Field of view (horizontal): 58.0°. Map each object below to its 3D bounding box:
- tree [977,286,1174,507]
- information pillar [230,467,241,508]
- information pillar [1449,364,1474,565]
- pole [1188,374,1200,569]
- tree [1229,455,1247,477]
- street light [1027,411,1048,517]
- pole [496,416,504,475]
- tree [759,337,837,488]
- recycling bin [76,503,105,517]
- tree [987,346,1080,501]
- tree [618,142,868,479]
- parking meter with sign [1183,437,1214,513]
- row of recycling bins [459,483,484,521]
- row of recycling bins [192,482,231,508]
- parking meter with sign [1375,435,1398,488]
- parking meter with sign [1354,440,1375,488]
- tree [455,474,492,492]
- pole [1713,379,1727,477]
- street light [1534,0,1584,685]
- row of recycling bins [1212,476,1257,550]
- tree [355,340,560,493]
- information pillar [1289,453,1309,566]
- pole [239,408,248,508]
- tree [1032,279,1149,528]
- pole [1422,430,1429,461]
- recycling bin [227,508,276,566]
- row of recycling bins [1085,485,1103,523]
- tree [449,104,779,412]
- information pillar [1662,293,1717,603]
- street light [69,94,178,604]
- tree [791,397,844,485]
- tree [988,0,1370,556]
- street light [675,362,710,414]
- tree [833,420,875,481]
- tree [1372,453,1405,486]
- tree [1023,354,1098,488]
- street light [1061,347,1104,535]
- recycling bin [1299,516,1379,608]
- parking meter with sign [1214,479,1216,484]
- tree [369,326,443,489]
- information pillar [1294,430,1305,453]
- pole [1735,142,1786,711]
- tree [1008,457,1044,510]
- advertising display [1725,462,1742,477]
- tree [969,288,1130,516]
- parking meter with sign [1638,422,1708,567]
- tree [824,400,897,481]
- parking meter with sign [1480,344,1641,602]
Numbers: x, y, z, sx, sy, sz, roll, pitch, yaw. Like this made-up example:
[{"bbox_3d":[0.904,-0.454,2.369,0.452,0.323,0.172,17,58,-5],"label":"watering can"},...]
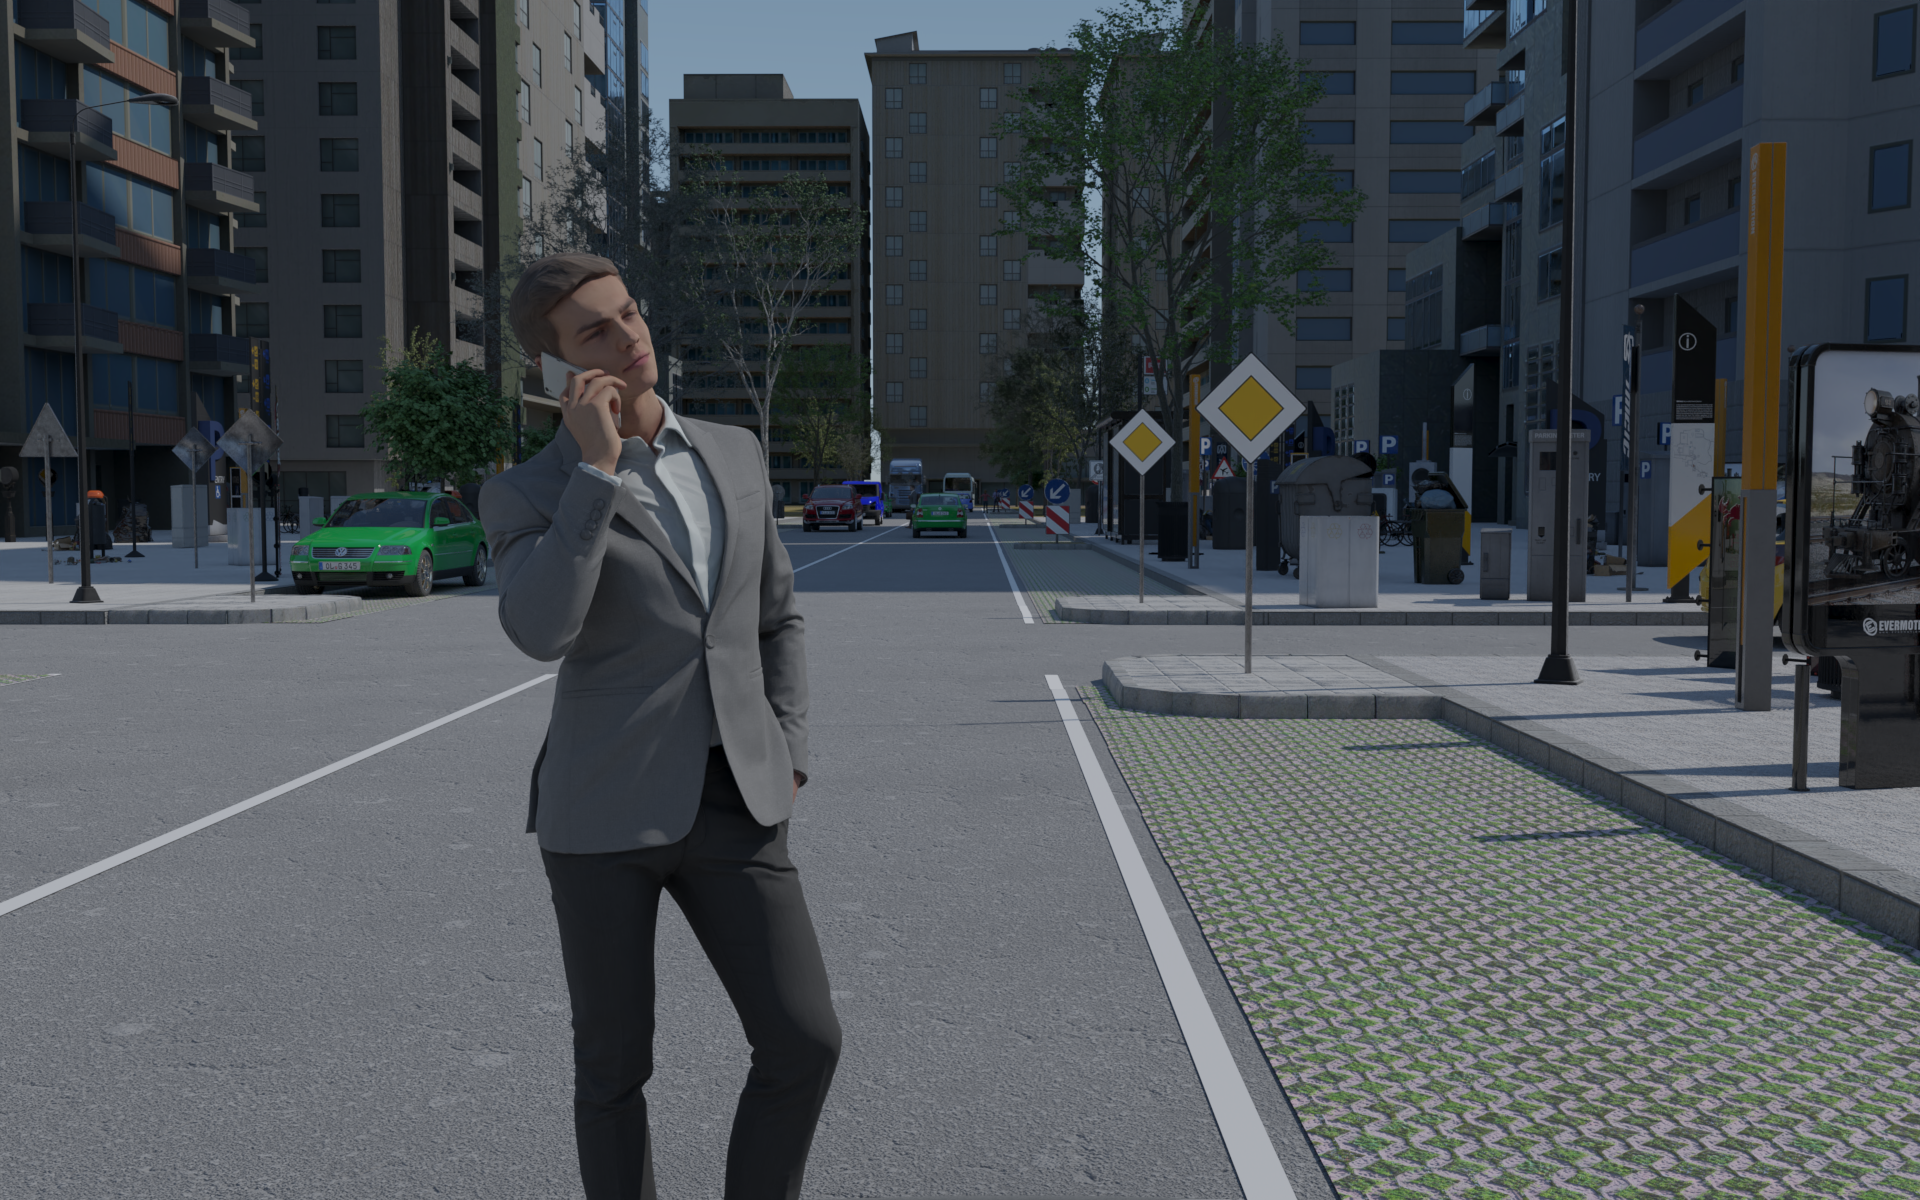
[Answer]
[{"bbox_3d":[5.360,-8.817,78.565,8.767,10.594,7.601,0,4,-6],"label":"tree"},{"bbox_3d":[-19.740,-2.622,47.355,0.304,2.012,0.304,0,4,-6],"label":"information pillar"},{"bbox_3d":[9.010,-2.432,31.115,0.504,3.616,0.183,-2,4,-29],"label":"information pillar"},{"bbox_3d":[4.010,-2.190,29.658,0.158,3.312,0.155,0,3,0],"label":"pole"},{"bbox_3d":[12.384,-4.981,76.047,1.663,3.219,1.824,0,3,0],"label":"tree"},{"bbox_3d":[4.234,-7.515,95.406,1.470,5.913,1.316,0,4,1],"label":"street light"},{"bbox_3d":[-11.580,-3.045,43.633,0.158,3.312,0.155,0,3,0],"label":"pole"},{"bbox_3d":[-9.351,-11.502,113.817,9.928,11.665,9.643,0,3,0],"label":"tree"},{"bbox_3d":[-24.522,-2.222,48.876,0.722,1.027,0.722,-2,4,-28],"label":"recycling bin"},{"bbox_3d":[5.791,-13.146,133.060,7.486,12.596,7.792,0,3,0],"label":"tree"},{"bbox_3d":[-11.944,-14.618,94.897,12.611,20.169,13.585,0,3,0],"label":"tree"},{"bbox_3d":[6.976,-3.520,53.814,0.543,3.016,1.738,-3,4,-39],"label":"parking meter with sign"},{"bbox_3d":[-17.455,-3.537,64.940,1.069,1.692,3.534,2,4,25],"label":"row of recycling bins"},{"bbox_3d":[-24.118,-2.981,55.848,1.069,1.692,3.534,-1,4,-11],"label":"row of recycling bins"},{"bbox_3d":[12.546,-3.334,50.767,0.543,3.016,1.738,1,4,14],"label":"parking meter with sign"},{"bbox_3d":[13.569,-3.691,56.606,0.543,3.016,1.738,3,5,44],"label":"parking meter with sign"},{"bbox_3d":[-20.330,-4.690,71.278,1.663,3.219,1.824,0,3,0],"label":"tree"},{"bbox_3d":[13.460,-2.255,30.718,0.158,3.312,0.155,0,3,0],"label":"pole"},{"bbox_3d":[3.533,-2.390,11.617,1.470,5.913,1.316,0,4,1],"label":"street light"},{"bbox_3d":[6.584,-2.099,41.432,1.069,1.692,3.534,1,4,14],"label":"row of recycling bins"},{"bbox_3d":[-11.113,-3.265,37.096,4.285,4.588,4.351,0,3,0],"label":"tree"},{"bbox_3d":[6.094,-1.629,31.124,0.304,2.012,0.304,1,4,15],"label":"information pillar"},{"bbox_3d":[-17.018,-2.898,41.224,0.158,3.312,0.155,0,3,0],"label":"pole"},{"bbox_3d":[4.732,-6.674,59.490,4.360,8.622,3.978,0,3,0],"label":"tree"},{"bbox_3d":[14.924,-3.778,55.617,0.158,3.312,0.155,0,3,0],"label":"pole"},{"bbox_3d":[-12.784,-1.149,31.335,0.722,1.027,0.722,-3,4,-39],"label":"recycling bin"},{"bbox_3d":[7.306,-4.274,76.992,3.534,1.692,1.069,-1,4,-15],"label":"row of recycling bins"},{"bbox_3d":[-10.492,-8.784,53.983,12.009,13.543,11.850,0,3,0],"label":"tree"},{"bbox_3d":[8.573,-1.771,20.315,0.504,3.616,0.183,0,4,3],"label":"information pillar"},{"bbox_3d":[-9.773,-2.919,20.260,1.470,5.913,1.316,0,4,1],"label":"street light"},{"bbox_3d":[-10.540,-10.973,129.765,4.737,8.622,4.395,0,3,0],"label":"tree"},{"bbox_3d":[4.402,-6.754,36.187,9.928,11.665,9.643,0,3,0],"label":"tree"},{"bbox_3d":[-9.425,-5.407,60.943,1.470,5.913,1.316,0,4,1],"label":"street light"},{"bbox_3d":[-10.242,-12.958,162.225,4.360,8.622,3.978,0,3,0],"label":"tree"},{"bbox_3d":[16.949,-4.595,69.733,1.663,3.219,1.824,0,3,0],"label":"tree"},{"bbox_3d":[4.967,-8.335,86.634,4.737,8.622,4.395,0,3,0],"label":"tree"},{"bbox_3d":[3.888,-5.032,54.820,1.470,5.913,1.316,0,4,1],"label":"street light"},{"bbox_3d":[4.324,-0.442,19.787,0.722,1.027,0.722,0,4,-6],"label":"recycling bin"},{"bbox_3d":[13.128,-5.646,88.576,1.738,3.016,0.543,-3,5,-39],"label":"parking meter with sign"},{"bbox_3d":[-24.264,-7.725,76.671,4.737,8.622,4.395,0,3,0],"label":"tree"},{"bbox_3d":[12.358,-4.399,63.280,0.504,3.616,0.183,-1,4,-14],"label":"information pillar"},{"bbox_3d":[4.716,-1.001,10.205,0.158,3.312,0.155,0,3,0],"label":"pole"},{"bbox_3d":[5.675,-9.590,140.505,4.285,4.588,4.351,0,3,0],"label":"tree"},{"bbox_3d":[15.286,-1.804,34.714,0.974,1.923,0.123,3,5,40],"label":"advertising display"},{"bbox_3d":[5.223,-11.818,103.595,12.009,13.543,11.850,0,3,0],"label":"tree"},{"bbox_3d":[12.397,-2.095,30.515,1.738,3.016,0.543,-1,4,-13],"label":"parking meter with sign"},{"bbox_3d":[-10.210,-14.570,172.632,8.767,10.594,7.601,1,4,8],"label":"tree"},{"bbox_3d":[7.158,-1.497,20.743,1.738,3.016,0.543,1,4,19],"label":"parking meter with sign"}]
